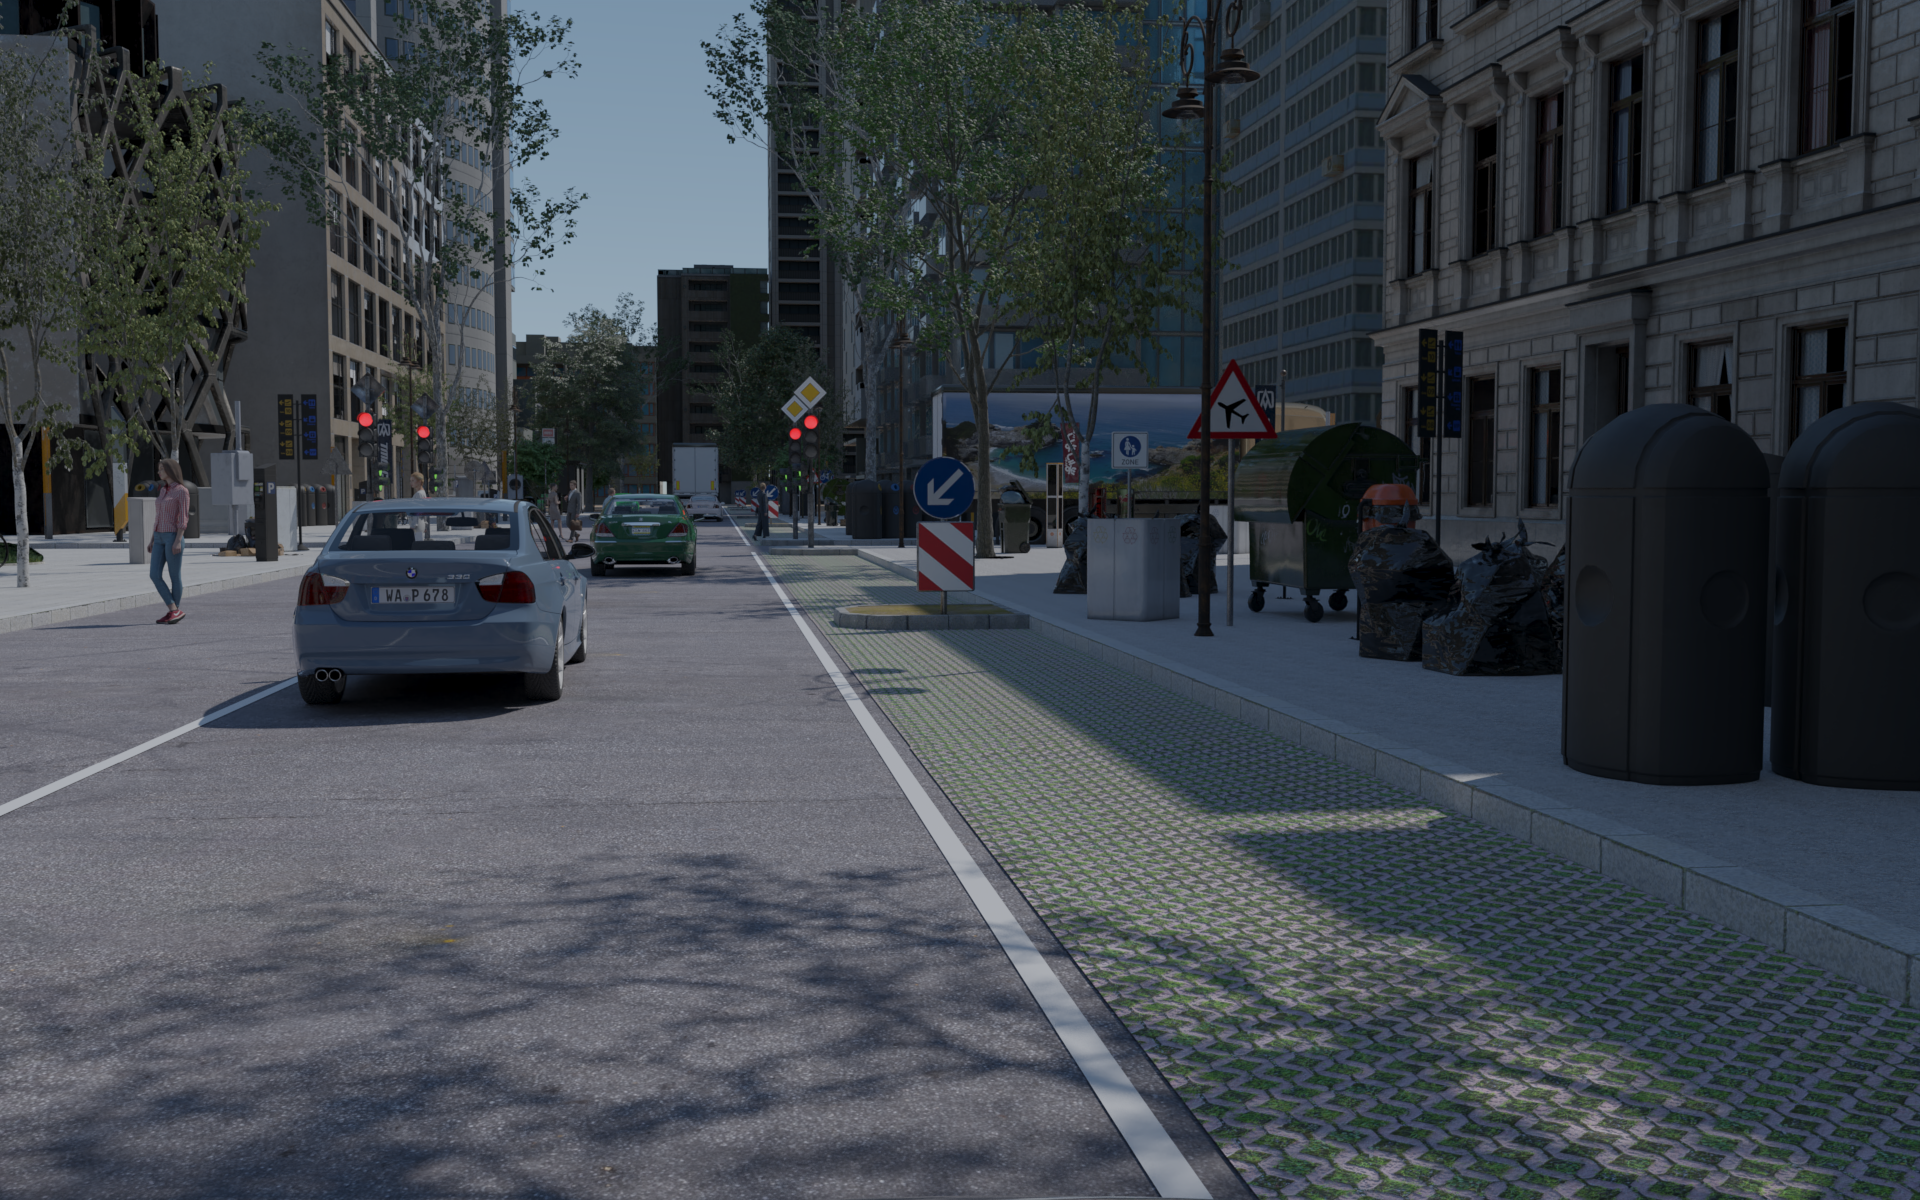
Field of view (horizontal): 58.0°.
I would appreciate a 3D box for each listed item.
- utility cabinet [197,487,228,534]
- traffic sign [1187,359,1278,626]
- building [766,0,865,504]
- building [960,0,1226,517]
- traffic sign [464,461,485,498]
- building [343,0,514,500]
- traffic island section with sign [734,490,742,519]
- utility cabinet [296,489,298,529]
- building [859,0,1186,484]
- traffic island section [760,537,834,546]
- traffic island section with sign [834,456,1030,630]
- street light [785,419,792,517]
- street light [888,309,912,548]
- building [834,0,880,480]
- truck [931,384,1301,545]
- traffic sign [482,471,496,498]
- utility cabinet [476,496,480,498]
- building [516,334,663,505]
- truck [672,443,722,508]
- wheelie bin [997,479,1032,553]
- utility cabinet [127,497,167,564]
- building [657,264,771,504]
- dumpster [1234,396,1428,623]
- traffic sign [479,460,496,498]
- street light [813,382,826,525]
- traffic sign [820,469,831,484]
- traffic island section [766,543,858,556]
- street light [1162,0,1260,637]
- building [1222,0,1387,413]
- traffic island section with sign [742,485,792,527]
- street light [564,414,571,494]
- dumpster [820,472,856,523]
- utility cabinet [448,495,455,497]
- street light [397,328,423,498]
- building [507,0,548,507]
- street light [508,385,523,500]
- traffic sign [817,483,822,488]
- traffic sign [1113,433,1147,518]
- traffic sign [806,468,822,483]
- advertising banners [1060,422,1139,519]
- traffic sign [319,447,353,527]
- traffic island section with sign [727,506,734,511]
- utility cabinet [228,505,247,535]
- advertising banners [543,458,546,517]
[{"bbox_3d":[-23.900,-2.853,55.317,1.173,1.500,0.318,-2,4,-26],"label":"utility cabinet"},{"bbox_3d":[2.623,-1.025,16.763,0.884,2.594,0.081,0,4,-3],"label":"traffic sign"},{"bbox_3d":[-14.492,-48.174,225.895,20.611,71.187,20.563,0,4,-8],"label":"building"},{"bbox_3d":[7.882,-29.944,109.193,23.786,49.044,30.456,0,4,-8],"label":"building"},{"bbox_3d":[-18.532,-4.036,66.103,0.768,2.556,0.104,0,4,-6],"label":"traffic sign"},{"bbox_3d":[-46.858,-36.112,132.430,21.231,58.520,28.212,0,4,-8],"label":"building"},{"bbox_3d":[-12.080,-5.682,101.525,1.989,1.847,2.006,0,4,-8],"label":"traffic island section with sign"},{"bbox_3d":[-24.042,-3.274,62.210,0.318,1.500,1.173,-2,4,-29],"label":"utility cabinet"},{"bbox_3d":[3.679,-32.474,150.552,23.786,49.044,30.456,0,4,-8],"label":"building"},{"bbox_3d":[-4.666,-1.655,49.348,2.009,0.180,2.903,0,4,-8],"label":"traffic island section"},{"bbox_3d":[-0.373,-0.639,19.078,1.989,1.847,2.006,0,4,-8],"label":"traffic island section with sign"},{"bbox_3d":[-9.525,-7.605,97.126,0.468,5.910,1.993,0,4,-8],"label":"street light"},{"bbox_3d":[-1.402,-4.188,41.264,0.468,5.910,1.993,0,4,-8],"label":"street light"},{"bbox_3d":[2.109,-36.151,180.305,28.713,52.752,27.495,0,4,-8],"label":"building"},{"bbox_3d":[4.957,-3.498,46.108,11.283,4.237,2.839,0,4,-7],"label":"truck"},{"bbox_3d":[-20.509,-4.483,75.427,0.606,2.300,0.079,0,4,-5],"label":"traffic sign"},{"bbox_3d":[-20.551,-3.809,73.446,0.306,1.237,1.020,-2,4,-25],"label":"utility cabinet"},{"bbox_3d":[-53.684,-23.231,224.870,28.899,21.520,27.650,0,4,-8],"label":"building"},{"bbox_3d":[-15.325,-6.855,100.987,2.839,4.237,11.283,0,4,-7],"label":"truck"},{"bbox_3d":[1.177,-1.818,37.633,0.693,1.594,0.980,-1,4,-12],"label":"wheelie bin"},{"bbox_3d":[-15.041,-1.281,32.111,0.306,1.237,1.020,0,4,-1],"label":"utility cabinet"},{"bbox_3d":[-31.467,-27.485,221.081,14.107,30.474,14.160,0,4,-8],"label":"building"},{"bbox_3d":[3.822,-0.950,18.028,1.502,2.255,1.985,0,4,-8],"label":"dumpster"},{"bbox_3d":[-18.294,-4.076,66.650,0.884,2.594,0.081,0,4,-3],"label":"traffic sign"},{"bbox_3d":[-5.814,-6.033,71.431,0.468,5.910,1.993,0,4,-8],"label":"street light"},{"bbox_3d":[-6.744,-5.328,87.225,0.768,2.556,0.104,0,4,-6],"label":"traffic sign"},{"bbox_3d":[-3.544,-1.172,41.442,2.009,0.180,2.903,0,4,-8],"label":"traffic island section"},{"bbox_3d":[2.208,-2.612,15.490,0.468,5.910,1.993,0,4,-8],"label":"street light"},{"bbox_3d":[24.944,-23.180,70.869,23.993,40.220,32.217,0,4,-8],"label":"building"},{"bbox_3d":[-8.294,-4.049,74.836,1.989,1.847,2.006,0,4,-8],"label":"traffic island section with sign"},{"bbox_3d":[-22.601,-7.771,99.840,0.468,5.910,1.993,0,4,-8],"label":"street light"},{"bbox_3d":[-5.405,-4.551,76.897,1.502,2.255,1.985,0,4,-8],"label":"dumpster"},{"bbox_3d":[-33.313,-6.260,113.507,1.020,1.237,0.306,0,4,6],"label":"utility cabinet"},{"bbox_3d":[-15.297,-4.619,48.307,0.468,5.910,1.993,0,4,-8],"label":"street light"},{"bbox_3d":[-57.573,-52.665,173.742,31.000,86.520,22.319,0,4,-8],"label":"building"},{"bbox_3d":[-18.896,-6.172,73.694,0.468,5.910,1.993,0,4,-8],"label":"street light"},{"bbox_3d":[-8.680,-6.405,105.901,0.795,2.450,0.064,0,4,-4],"label":"traffic sign"},{"bbox_3d":[2.780,-1.609,28.430,0.606,2.300,0.079,0,4,-8],"label":"traffic sign"},{"bbox_3d":[-7.215,-5.195,84.945,0.884,2.594,0.081,0,4,-4],"label":"traffic sign"},{"bbox_3d":[3.356,-2.800,41.966,2.074,3.025,0.090,2,4,29],"label":"advertising banners"},{"bbox_3d":[-17.058,-2.896,47.348,0.884,2.594,0.081,0,4,-7],"label":"traffic sign"},{"bbox_3d":[-19.019,-8.673,150.434,1.989,1.847,2.006,0,4,-8],"label":"traffic island section with sign"},{"bbox_3d":[-22.299,-2.625,54.074,1.020,1.237,0.306,-2,4,-27],"label":"utility cabinet"},{"bbox_3d":[-19.986,-5.333,83.385,0.090,3.025,2.074,-1,4,-10],"label":"advertising banners"}]
